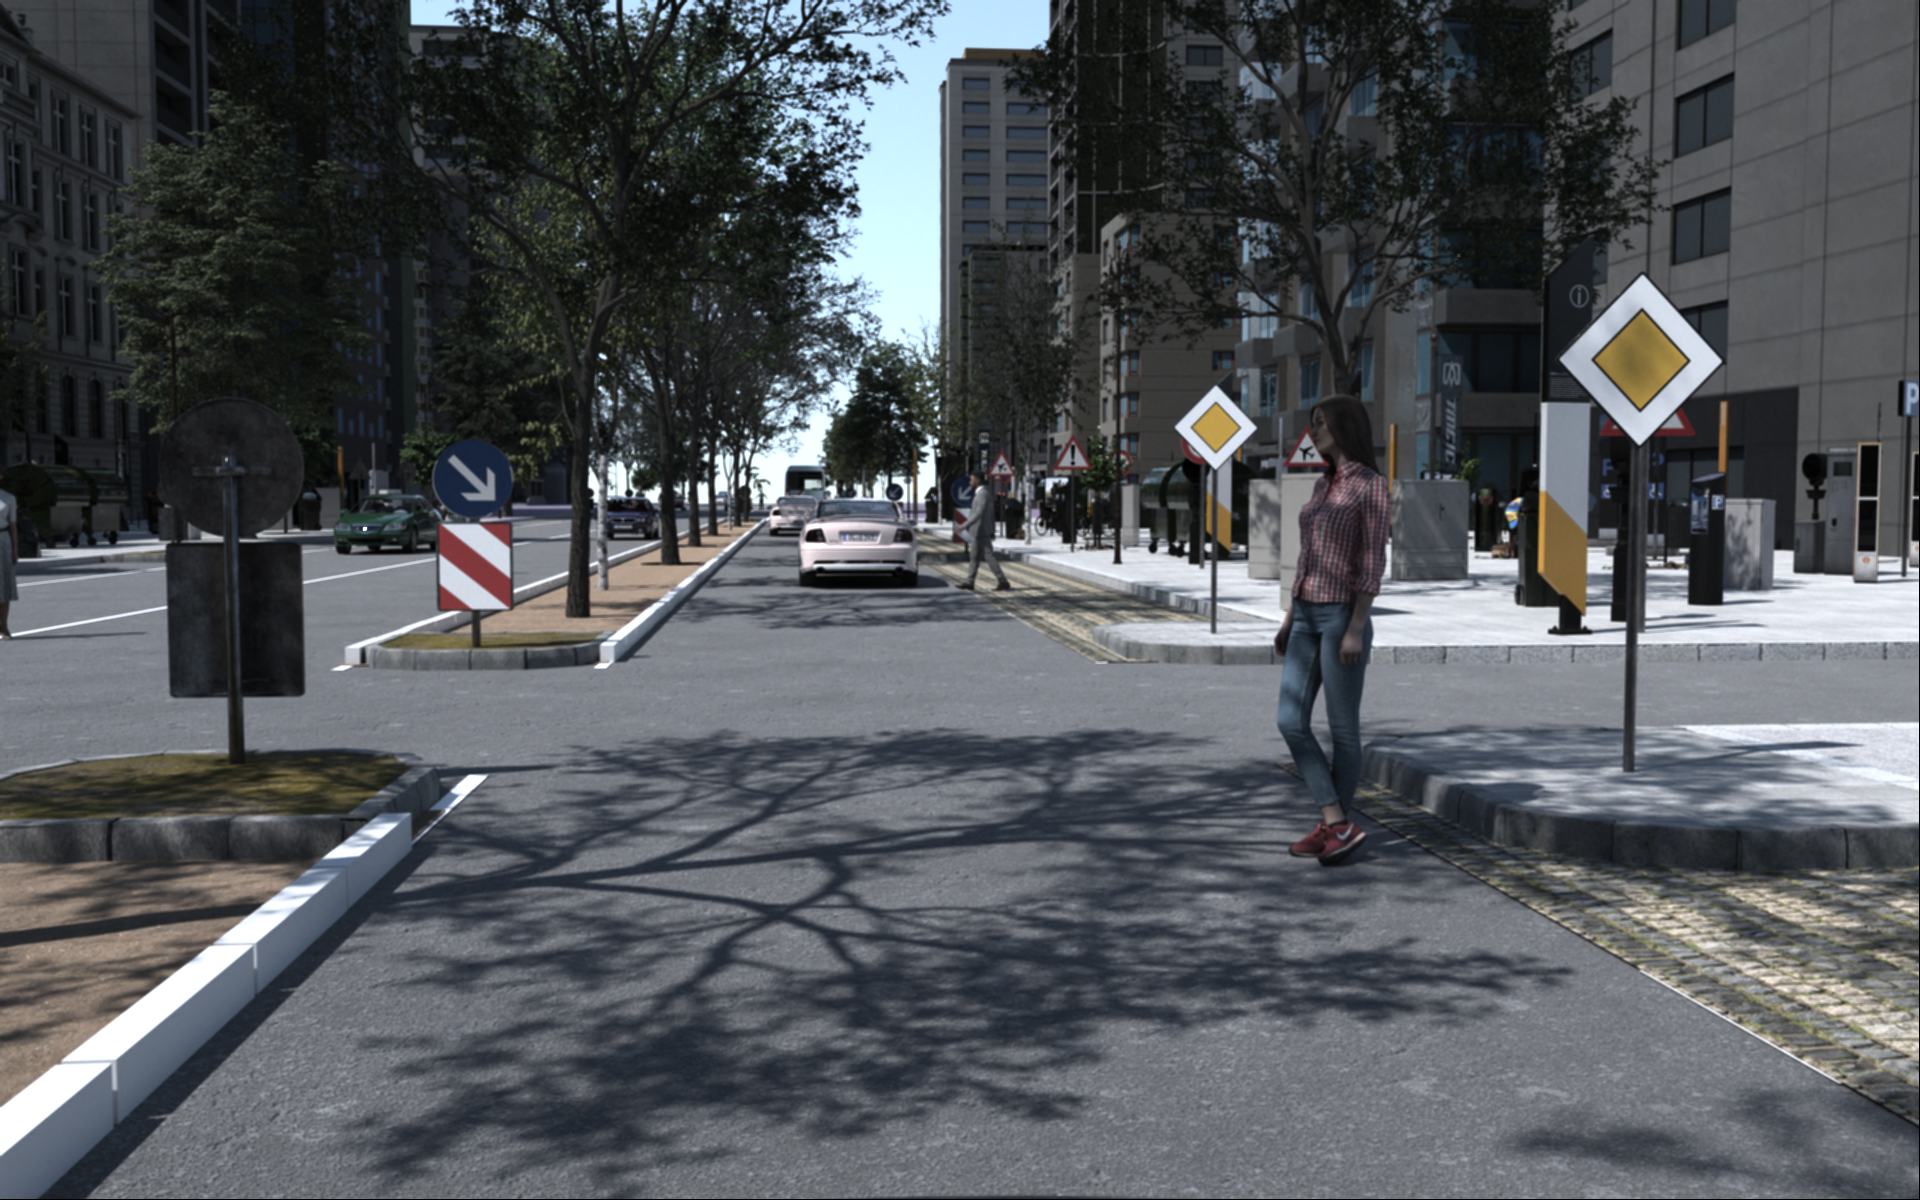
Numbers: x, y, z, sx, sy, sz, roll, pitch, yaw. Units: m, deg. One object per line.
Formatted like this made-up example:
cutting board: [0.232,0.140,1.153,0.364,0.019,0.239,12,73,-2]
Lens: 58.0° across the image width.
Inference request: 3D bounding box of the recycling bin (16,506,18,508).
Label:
recycling bin: [-20.902,-1.525,37.490,0.722,1.027,0.722,0,4,-5]

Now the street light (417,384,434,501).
street light: [-22.483,-6.129,72.992,0.468,5.910,1.993,0,4,-5]

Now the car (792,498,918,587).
car: [-1.695,-0.970,28.228,2.083,1.381,4.827,0,4,-5]

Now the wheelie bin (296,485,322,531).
wheelie bin: [-24.421,-3.472,64.671,0.980,1.594,0.693,-3,5,-43]

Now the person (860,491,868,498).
person: [-4.718,-4.581,85.210,0.589,1.601,0.330,0,4,-1]

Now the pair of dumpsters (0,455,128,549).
pair of dumpsters: [-21.853,-2.424,42.127,1.574,2.255,4.437,0,4,-5]

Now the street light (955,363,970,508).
street light: [0.130,-5.384,60.823,0.468,5.910,1.993,0,4,-5]

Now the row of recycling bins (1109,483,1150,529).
row of recycling bins: [7.077,-3.562,65.346,3.534,1.692,1.069,-2,4,-34]

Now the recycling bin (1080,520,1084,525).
recycling bin: [4.575,-3.487,69.559,0.722,1.027,0.722,3,5,43]

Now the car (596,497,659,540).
car: [-10.559,-2.605,55.167,1.945,1.354,3.894,0,4,-6]

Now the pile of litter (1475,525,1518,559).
pile of litter: [11.140,-1.264,34.635,1.719,0.858,1.176,1,4,16]

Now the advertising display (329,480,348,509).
advertising display: [-28.241,-4.480,78.467,0.974,1.923,0.123,-2,4,-31]

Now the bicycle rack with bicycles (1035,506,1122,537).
bicycle rack with bicycles: [4.009,-2.419,52.932,2.852,0.926,2.925,-2,4,-30]

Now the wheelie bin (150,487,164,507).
wheelie bin: [-35.291,-4.179,76.236,0.980,1.594,0.693,-2,4,-35]

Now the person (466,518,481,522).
person: [-13.043,-2.287,46.459,0.524,1.755,0.480,3,5,39]

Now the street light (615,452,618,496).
street light: [-29.731,-10.825,149.768,0.468,5.910,1.993,0,4,-5]

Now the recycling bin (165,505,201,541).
recycling bin: [-21.567,-2.173,48.078,0.722,1.027,0.722,0,4,-3]

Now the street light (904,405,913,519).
street light: [-2.691,-7.200,90.501,0.468,5.910,1.993,0,4,-5]

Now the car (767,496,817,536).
car: [-5.679,-2.925,60.188,2.083,1.381,4.827,0,4,-6]

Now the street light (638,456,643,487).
street light: [-31.870,-12.261,173.262,0.468,5.910,1.993,0,4,-5]

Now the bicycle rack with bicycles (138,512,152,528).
bicycle rack with bicycles: [-29.287,-3.163,65.103,2.852,0.926,2.925,2,4,28]

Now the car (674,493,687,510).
car: [-25.125,-8.778,152.563,2.155,1.783,4.494,0,4,-4]

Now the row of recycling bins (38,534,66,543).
row of recycling bins: [-24.718,-2.324,45.107,1.069,1.692,3.534,1,4,14]

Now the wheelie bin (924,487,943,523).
wheelie bin: [-1.143,-4.175,76.166,0.693,1.594,0.980,-2,4,-29]

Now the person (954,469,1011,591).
person: [0.329,-1.020,25.459,0.850,1.792,0.678,0,4,6]

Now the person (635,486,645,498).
person: [-14.510,-4.302,79.020,0.590,1.801,0.661,2,4,24]

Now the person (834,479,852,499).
person: [-3.186,-2.324,46.488,0.713,1.824,0.794,0,4,-2]

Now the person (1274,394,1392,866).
person: [1.446,0.102,6.840,0.388,1.821,0.555,-2,4,-34]

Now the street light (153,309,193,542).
street light: [-19.664,-4.320,43.414,0.468,5.910,1.993,0,4,-5]

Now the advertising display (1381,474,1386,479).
advertising display: [13.573,-3.111,56.073,0.123,1.923,0.974,2,4,32]

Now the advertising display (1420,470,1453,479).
advertising display: [12.938,-2.558,47.032,0.974,1.923,0.123,-1,4,-20]

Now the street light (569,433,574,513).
street light: [-26.948,-9.025,120.346,0.468,5.910,1.993,0,4,-5]

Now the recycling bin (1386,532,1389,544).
recycling bin: [10.555,-1.959,44.579,0.722,1.027,0.722,-3,5,-41]

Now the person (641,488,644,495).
person: [-18.595,-5.598,100.543,0.721,1.766,1.217,-2,4,-30]

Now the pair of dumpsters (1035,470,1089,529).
pair of dumpsters: [3.929,-3.875,65.854,1.574,2.255,4.437,0,4,-6]

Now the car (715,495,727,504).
car: [-29.796,-12.360,214.447,2.083,1.381,4.827,0,4,-6]

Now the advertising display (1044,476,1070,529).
advertising display: [3.520,-3.518,62.733,0.974,1.923,0.123,2,4,25]

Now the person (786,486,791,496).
person: [-8.780,-4.929,89.103,0.388,1.821,0.555,-1,4,-16]

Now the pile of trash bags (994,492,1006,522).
pile of trash bags: [2.079,-4.308,80.182,1.912,1.369,3.447,0,4,-7]

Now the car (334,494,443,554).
car: [-14.146,-1.914,43.085,2.131,1.459,4.920,0,4,-4]

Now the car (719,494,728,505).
car: [-30.846,-13.331,227.560,1.945,1.707,3.694,0,4,-7]

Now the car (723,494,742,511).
car: [-19.566,-8.478,150.615,2.014,1.417,4.499,0,4,-6]

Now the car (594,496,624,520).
car: [-19.166,-5.080,95.636,1.945,1.354,3.894,0,4,-6]

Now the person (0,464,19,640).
person: [-9.460,-0.480,16.923,0.480,1.755,0.524,-3,4,-37]

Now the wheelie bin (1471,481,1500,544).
wheelie bin: [12.590,-2.044,41.328,0.693,1.594,0.980,2,4,31]

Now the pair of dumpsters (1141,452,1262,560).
pair of dumpsters: [4.901,-2.015,35.436,1.574,2.255,4.437,0,4,-6]

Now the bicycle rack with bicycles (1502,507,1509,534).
bicycle rack with bicycles: [18.361,-2.515,54.497,2.852,0.926,2.925,-1,4,-9]

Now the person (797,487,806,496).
person: [-8.065,-4.898,88.687,0.635,1.810,0.391,1,4,21]

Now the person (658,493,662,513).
person: [-15.242,-4.932,89.528,0.661,1.777,0.834,-3,4,-38]

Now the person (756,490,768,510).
person: [-17.930,-9.040,156.289,1.348,1.826,0.705,-2,4,-30]

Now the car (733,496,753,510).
car: [-20.299,-9.271,161.803,2.015,1.641,3.980,0,4,-4]

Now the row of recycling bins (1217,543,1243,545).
row of recycling bins: [8.092,-2.226,43.505,3.534,1.692,1.069,1,4,13]

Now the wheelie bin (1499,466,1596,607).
wheelie bin: [6.763,-0.728,19.804,0.980,1.594,0.693,1,4,9]

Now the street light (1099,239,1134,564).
street light: [2.896,-3.601,31.670,0.468,5.910,1.993,0,4,-5]

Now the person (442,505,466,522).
person: [-8.885,-1.315,30.564,0.524,1.755,0.480,3,5,41]
